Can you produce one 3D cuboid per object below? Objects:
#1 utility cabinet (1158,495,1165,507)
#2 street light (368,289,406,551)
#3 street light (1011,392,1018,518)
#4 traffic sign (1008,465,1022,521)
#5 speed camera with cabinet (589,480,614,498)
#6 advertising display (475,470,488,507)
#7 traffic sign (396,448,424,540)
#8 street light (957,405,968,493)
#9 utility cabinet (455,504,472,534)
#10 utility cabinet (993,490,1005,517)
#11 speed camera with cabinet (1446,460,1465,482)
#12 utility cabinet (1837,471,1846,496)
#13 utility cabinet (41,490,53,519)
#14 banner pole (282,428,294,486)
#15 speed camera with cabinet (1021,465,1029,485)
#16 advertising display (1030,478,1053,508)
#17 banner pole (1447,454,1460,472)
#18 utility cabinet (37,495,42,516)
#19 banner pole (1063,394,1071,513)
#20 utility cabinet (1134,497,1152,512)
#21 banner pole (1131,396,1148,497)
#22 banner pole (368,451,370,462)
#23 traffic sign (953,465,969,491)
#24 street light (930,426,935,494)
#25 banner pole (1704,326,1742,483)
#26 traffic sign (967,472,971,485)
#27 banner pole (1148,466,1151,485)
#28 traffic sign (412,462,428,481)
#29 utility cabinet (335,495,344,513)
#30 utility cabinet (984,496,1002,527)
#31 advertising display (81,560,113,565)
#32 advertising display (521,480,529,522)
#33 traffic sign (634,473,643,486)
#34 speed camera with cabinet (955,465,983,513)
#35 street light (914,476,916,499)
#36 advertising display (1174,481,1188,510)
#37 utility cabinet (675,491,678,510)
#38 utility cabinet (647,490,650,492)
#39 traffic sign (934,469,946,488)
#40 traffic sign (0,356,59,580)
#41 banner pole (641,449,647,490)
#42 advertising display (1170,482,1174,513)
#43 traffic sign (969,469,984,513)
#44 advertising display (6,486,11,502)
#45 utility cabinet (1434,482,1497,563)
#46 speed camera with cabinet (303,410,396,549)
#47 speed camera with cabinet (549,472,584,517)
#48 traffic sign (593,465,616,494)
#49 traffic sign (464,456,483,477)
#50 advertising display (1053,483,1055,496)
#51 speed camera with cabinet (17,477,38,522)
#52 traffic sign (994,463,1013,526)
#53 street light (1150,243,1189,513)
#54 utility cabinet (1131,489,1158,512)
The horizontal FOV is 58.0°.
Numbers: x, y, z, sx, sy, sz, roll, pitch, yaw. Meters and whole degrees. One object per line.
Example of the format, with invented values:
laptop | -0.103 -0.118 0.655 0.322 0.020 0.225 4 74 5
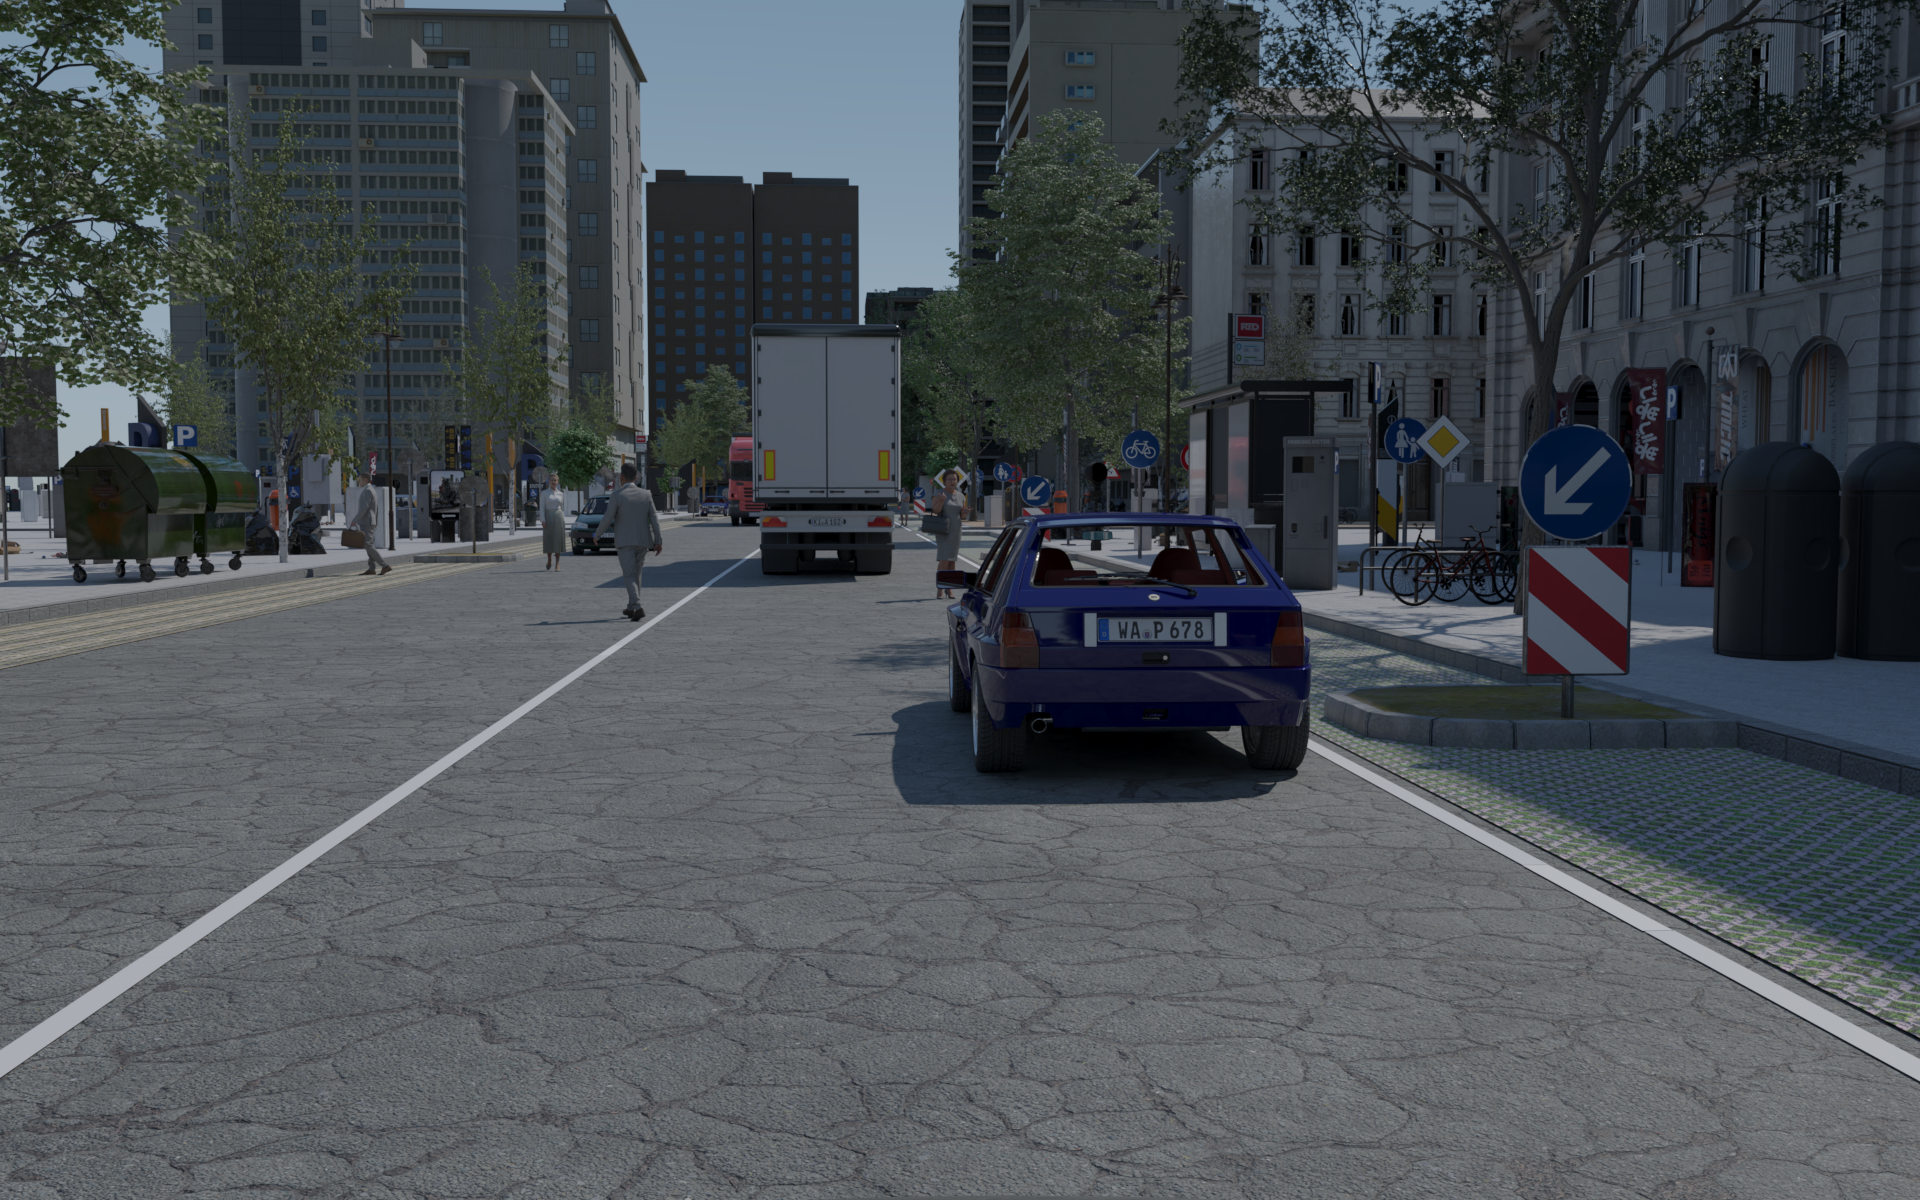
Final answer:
utility cabinet | 10.118 -4.740 88.658 0.306 1.237 1.020 -3 4 -38
street light | -12.892 -4.057 39.116 0.468 5.910 1.993 0 4 -4
street light | 1.950 -5.327 59.879 0.468 5.910 1.993 0 4 -4
traffic sign | 2.324 -4.601 75.332 0.768 2.556 0.104 0 4 1
speed camera with cabinet | -19.459 -6.179 95.367 2.038 3.252 0.660 2 4 29
advertising display | -12.928 -2.545 46.825 0.123 1.923 0.974 0 4 -2
traffic sign | -15.171 -2.917 47.804 0.768 2.556 0.104 0 4 1
street light | 0.117 -7.026 87.656 0.468 5.910 1.993 0 4 -4
utility cabinet | -15.941 -2.757 56.238 1.020 1.237 0.306 0 4 -2
utility cabinet | 2.409 -5.242 94.381 1.173 1.500 0.318 0 4 4
speed camera with cabinet | 20.571 -4.685 70.941 0.660 3.252 2.038 0 4 -8
utility cabinet | 8.161 -0.513 17.062 0.318 1.500 1.173 -1 4 -17
utility cabinet | -46.836 -4.949 89.595 1.173 1.500 0.318 -3 4 -38
banner pole | -25.638 -4.657 66.155 0.863 3.779 0.401 0 4 6
speed camera with cabinet | 4.330 -7.557 117.892 0.660 3.252 2.038 -1 4 -11
advertising display | 3.246 -3.959 69.936 0.974 1.923 0.123 3 5 41
banner pole | 22.511 -5.456 79.220 0.863 3.779 0.401 -1 4 -21
utility cabinet | -53.215 -5.422 99.812 1.020 1.237 0.306 2 4 31
banner pole | 2.681 -3.277 43.591 0.401 3.779 0.863 -1 4 -9
utility cabinet | 4.201 -1.748 39.740 0.306 1.237 1.020 0 4 -2
banner pole | 4.475 -3.331 44.483 0.401 3.779 0.863 0 4 -5
banner pole | -34.439 -6.815 101.444 0.401 3.779 0.863 1 4 12
traffic sign | -0.098 -3.469 60.364 0.795 2.450 0.064 0 4 -4
street light | -1.790 -8.712 115.227 0.468 5.910 1.993 0 4 -4
banner pole | 11.274 -2.186 25.762 0.401 3.779 0.863 -1 4 -17
traffic sign | 0.650 -6.059 99.175 0.768 2.556 0.104 0 4 5
banner pole | 6.523 -4.335 60.892 0.401 3.779 0.863 -1 4 -19
traffic sign | -17.285 -3.252 55.301 0.606 2.300 0.079 0 4 -2
utility cabinet | -42.050 -6.526 117.854 1.020 1.237 0.306 1 4 17
utility cabinet | 1.294 -3.482 68.089 0.306 1.237 1.020 2 4 27
advertising display | -15.721 -1.621 31.725 0.123 1.923 0.974 1 4 21
advertising display | -19.908 -4.534 79.348 0.123 1.923 0.974 -2 4 -28
traffic sign | -12.759 -3.907 67.528 0.795 2.450 0.064 0 4 -4
speed camera with cabinet | 0.549 -7.619 118.906 2.038 3.252 0.660 2 4 32
street light | -3.707 -10.364 142.233 0.468 5.910 1.993 0 4 -4
advertising display | 11.277 -5.009 87.108 0.123 1.923 0.974 -3 5 -40
utility cabinet | -21.873 -7.703 134.627 0.318 1.500 1.173 -2 4 -31
utility cabinet | -18.148 -5.466 98.053 1.173 1.500 0.318 0 4 6
traffic sign | -0.641 -3.956 68.331 0.795 2.450 0.064 0 4 -4
traffic sign | -14.485 -1.942 25.624 2.265 3.308 0.079 0 4 0
banner pole | -17.601 -6.520 96.614 0.401 3.779 0.863 -3 4 -36
advertising display | 11.367 -5.383 93.232 0.123 1.923 0.974 2 4 30
traffic sign | 0.837 -5.380 88.068 0.768 2.556 0.104 0 4 1
advertising display | -73.006 -7.766 132.193 0.974 1.923 0.123 -2 4 -34
utility cabinet | 9.391 -1.437 32.180 1.173 1.500 0.318 -1 4 -22
speed camera with cabinet | -14.358 -2.837 40.726 2.038 3.252 0.660 1 4 9
speed camera with cabinet | -22.325 -6.325 97.745 2.038 3.252 0.660 -2 4 -34
traffic sign | -12.216 -3.420 59.561 0.795 2.450 0.064 0 4 -4
traffic sign | -16.424 -3.574 58.546 0.768 2.556 0.104 0 4 -2
advertising display | 4.955 -5.709 98.559 0.974 1.923 0.123 -2 4 -32
speed camera with cabinet | -43.097 -5.242 80.042 0.660 3.252 2.038 -2 4 -34
traffic sign | 1.743 -4.279 70.061 0.768 2.556 0.104 0 4 0
street light | 3.861 -3.628 32.111 0.468 5.910 1.993 0 4 -4
utility cabinet | 7.600 -3.831 71.314 1.173 1.500 0.318 3 5 44
